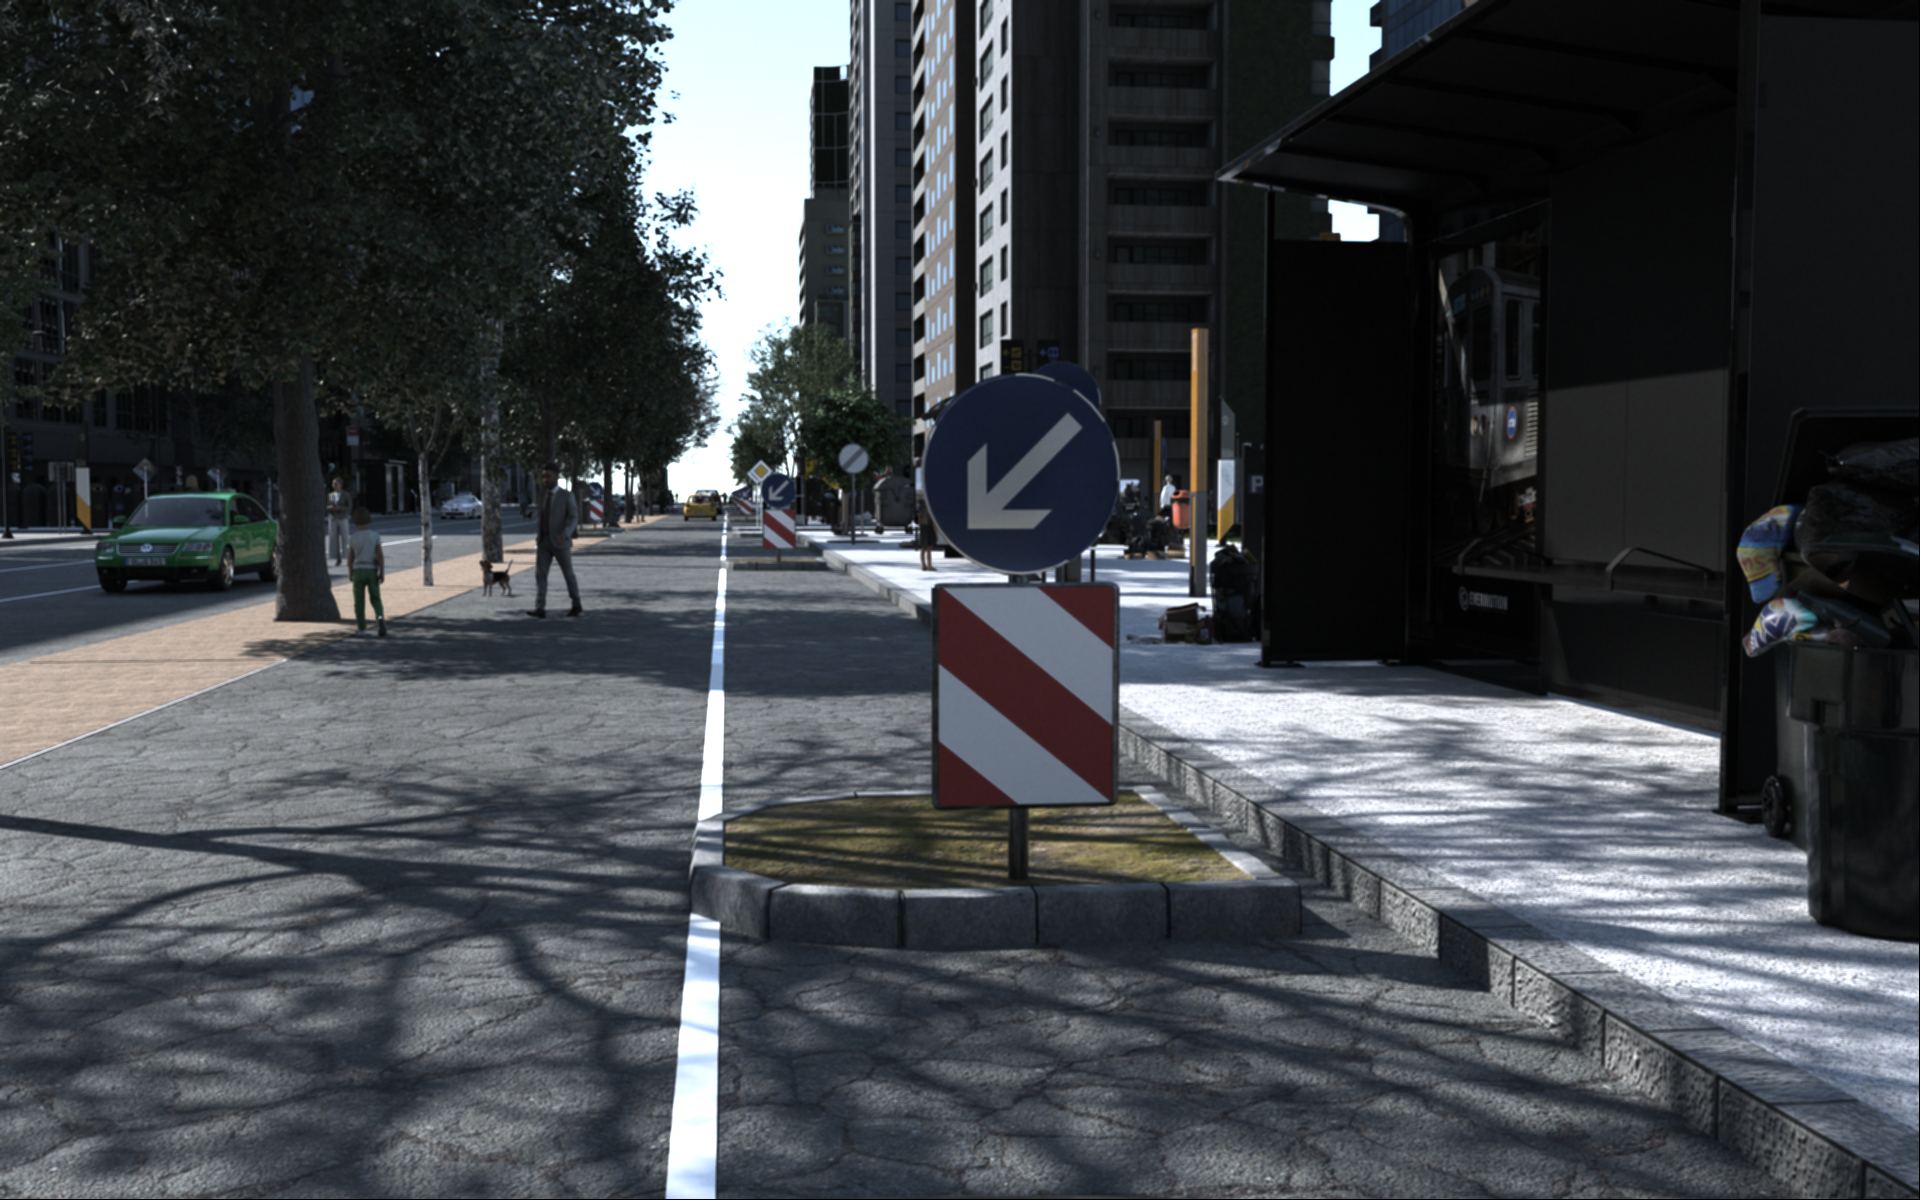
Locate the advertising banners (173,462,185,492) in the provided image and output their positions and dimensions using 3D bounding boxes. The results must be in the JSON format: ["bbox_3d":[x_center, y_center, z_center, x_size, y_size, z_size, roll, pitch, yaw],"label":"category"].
[{"bbox_3d":[-41.549,-5.985,94.035,2.074,3.025,0.090,-2,4,-27],"label":"advertising banners"}]

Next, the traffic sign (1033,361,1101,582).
[{"bbox_3d":[0.964,-1.015,16.696,0.768,2.556,0.104,0,4,-5],"label":"traffic sign"}]

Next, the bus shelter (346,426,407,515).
[{"bbox_3d":[-35.471,-7.796,105.099,2.179,5.291,8.768,0,4,-7],"label":"bus shelter"}]

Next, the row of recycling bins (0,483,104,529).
[{"bbox_3d":[-35.543,-3.695,67.524,3.534,1.692,1.069,0,4,-8],"label":"row of recycling bins"}]

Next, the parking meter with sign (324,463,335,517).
[{"bbox_3d":[-35.982,-6.184,97.367,1.738,3.016,0.543,1,4,21],"label":"parking meter with sign"}]

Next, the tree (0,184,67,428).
[{"bbox_3d":[-27.035,-7.696,43.955,7.486,12.596,7.792,0,3,0],"label":"tree"}]

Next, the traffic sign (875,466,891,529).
[{"bbox_3d":[-2.728,-3.606,59.061,0.768,2.556,0.104,0,4,1],"label":"traffic sign"}]

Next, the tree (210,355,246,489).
[{"bbox_3d":[-31.059,-7.827,78.337,4.360,8.622,3.978,0,3,0],"label":"tree"}]

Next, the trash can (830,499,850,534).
[{"bbox_3d":[-3.838,-2.688,55.606,0.748,1.137,0.748,0,3,0],"label":"trash can"}]

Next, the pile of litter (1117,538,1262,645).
[{"bbox_3d":[2.264,-0.079,15.264,1.719,0.858,1.176,0,4,-3],"label":"pile of litter"}]

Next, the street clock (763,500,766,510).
[{"bbox_3d":[-14.620,-7.633,129.375,0.358,2.002,0.471,-2,4,-27],"label":"street clock"}]

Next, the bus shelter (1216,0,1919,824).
[{"bbox_3d":[3.133,-1.134,9.827,1.731,3.624,6.357,0,4,-8],"label":"bus shelter"}]

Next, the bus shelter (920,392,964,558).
[{"bbox_3d":[0.549,-2.357,32.465,2.014,3.302,5.546,0,4,-8],"label":"bus shelter"}]

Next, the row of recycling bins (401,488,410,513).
[{"bbox_3d":[-37.771,-6.672,116.198,1.069,1.692,3.534,-2,4,-33],"label":"row of recycling bins"}]

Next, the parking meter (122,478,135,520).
[{"bbox_3d":[-30.281,-3.509,63.084,0.399,1.863,0.255,-1,4,-14],"label":"parking meter"}]

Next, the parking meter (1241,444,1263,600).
[{"bbox_3d":[3.499,-0.890,20.270,0.399,1.863,0.255,1,4,11],"label":"parking meter"}]

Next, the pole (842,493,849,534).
[{"bbox_3d":[-3.630,-3.722,54.700,0.158,3.312,0.155,0,3,0],"label":"pole"}]

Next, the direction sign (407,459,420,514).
[{"bbox_3d":[-35.698,-7.419,113.289,0.876,3.537,0.379,0,4,-7],"label":"direction sign"}]

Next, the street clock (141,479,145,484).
[{"bbox_3d":[-38.375,-4.706,81.512,0.358,2.002,0.471,-2,4,-26],"label":"street clock"}]

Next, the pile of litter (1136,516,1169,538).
[{"bbox_3d":[3.994,-1.249,34.387,1.719,0.858,1.176,1,4,9],"label":"pile of litter"}]

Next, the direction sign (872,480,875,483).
[{"bbox_3d":[-6.506,-8.105,124.509,0.876,3.537,0.379,1,4,21],"label":"direction sign"}]

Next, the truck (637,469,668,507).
[{"bbox_3d":[-32.987,-12.083,186.462,2.839,4.237,11.283,0,4,-6],"label":"truck"}]

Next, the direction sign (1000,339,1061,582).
[{"bbox_3d":[1.031,-2.045,25.438,0.876,3.537,0.379,0,4,4],"label":"direction sign"}]

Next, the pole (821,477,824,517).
[{"bbox_3d":[-7.186,-5.915,90.549,0.158,3.312,0.155,0,3,0],"label":"pole"}]

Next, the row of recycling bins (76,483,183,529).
[{"bbox_3d":[-30.725,-3.507,64.449,3.534,1.692,1.069,0,4,-6],"label":"row of recycling bins"}]

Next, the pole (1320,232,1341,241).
[{"bbox_3d":[2.903,-1.212,13.661,0.158,3.312,0.155,0,3,0],"label":"pole"}]

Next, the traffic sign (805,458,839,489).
[{"bbox_3d":[-7.426,-6.168,94.725,2.265,3.308,0.079,0,4,-1],"label":"traffic sign"}]

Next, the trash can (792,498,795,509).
[{"bbox_3d":[-12.092,-6.952,125.322,0.748,1.137,0.748,0,3,0],"label":"trash can"}]

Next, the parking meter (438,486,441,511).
[{"bbox_3d":[-39.973,-7.791,133.092,0.255,1.863,0.399,-1,4,-18],"label":"parking meter"}]

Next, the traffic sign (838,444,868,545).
[{"bbox_3d":[-2.701,-2.676,43.852,0.768,2.556,0.104,0,4,-7],"label":"traffic sign"}]

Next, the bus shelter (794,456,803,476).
[{"bbox_3d":[-9.531,-7.205,109.092,1.731,3.624,6.357,0,4,-7],"label":"bus shelter"}]

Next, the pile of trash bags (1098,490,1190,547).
[{"bbox_3d":[4.847,-2.037,43.064,1.912,1.369,3.447,-1,4,-22],"label":"pile of trash bags"}]

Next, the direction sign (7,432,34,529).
[{"bbox_3d":[-34.355,-4.366,63.382,0.876,3.537,0.379,0,4,-6],"label":"direction sign"}]

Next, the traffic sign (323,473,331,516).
[{"bbox_3d":[-36.786,-6.174,101.055,0.768,2.556,0.104,0,4,-4],"label":"traffic sign"}]

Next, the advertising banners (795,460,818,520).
[{"bbox_3d":[-7.558,-5.434,85.040,0.090,3.025,2.074,2,4,27],"label":"advertising banners"}]

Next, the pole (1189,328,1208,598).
[{"bbox_3d":[2.960,-1.689,21.464,0.158,3.312,0.155,0,3,0],"label":"pole"}]

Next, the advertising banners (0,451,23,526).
[{"bbox_3d":[-38.421,-4.465,69.195,0.090,3.025,2.074,2,4,35],"label":"advertising banners"}]

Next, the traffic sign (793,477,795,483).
[{"bbox_3d":[-12.401,-7.969,130.395,0.768,2.556,0.104,0,4,1],"label":"traffic sign"}]

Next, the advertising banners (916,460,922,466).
[{"bbox_3d":[-2.741,-5.657,88.680,2.074,3.025,0.090,-1,4,-13],"label":"advertising banners"}]

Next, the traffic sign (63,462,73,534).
[{"bbox_3d":[-28.917,-3.290,55.919,0.606,2.300,0.079,0,4,2],"label":"traffic sign"}]

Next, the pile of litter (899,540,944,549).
[{"bbox_3d":[-0.833,-1.652,40.975,1.176,0.858,1.719,-1,4,-13],"label":"pile of litter"}]

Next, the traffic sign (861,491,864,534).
[{"bbox_3d":[-3.056,-3.305,54.144,0.768,2.556,0.104,0,4,2],"label":"traffic sign"}]

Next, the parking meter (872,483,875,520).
[{"bbox_3d":[-4.424,-4.925,86.230,0.255,1.863,0.399,2,4,25],"label":"parking meter"}]

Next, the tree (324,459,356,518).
[{"bbox_3d":[-33.798,-6.063,93.728,1.663,3.219,1.824,0,3,0],"label":"tree"}]

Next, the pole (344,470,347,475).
[{"bbox_3d":[-46.235,-8.345,130.280,0.158,3.312,0.155,0,3,0],"label":"pole"}]

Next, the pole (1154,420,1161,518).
[{"bbox_3d":[5.477,-3.317,48.072,0.158,3.312,0.155,0,3,0],"label":"pole"}]
